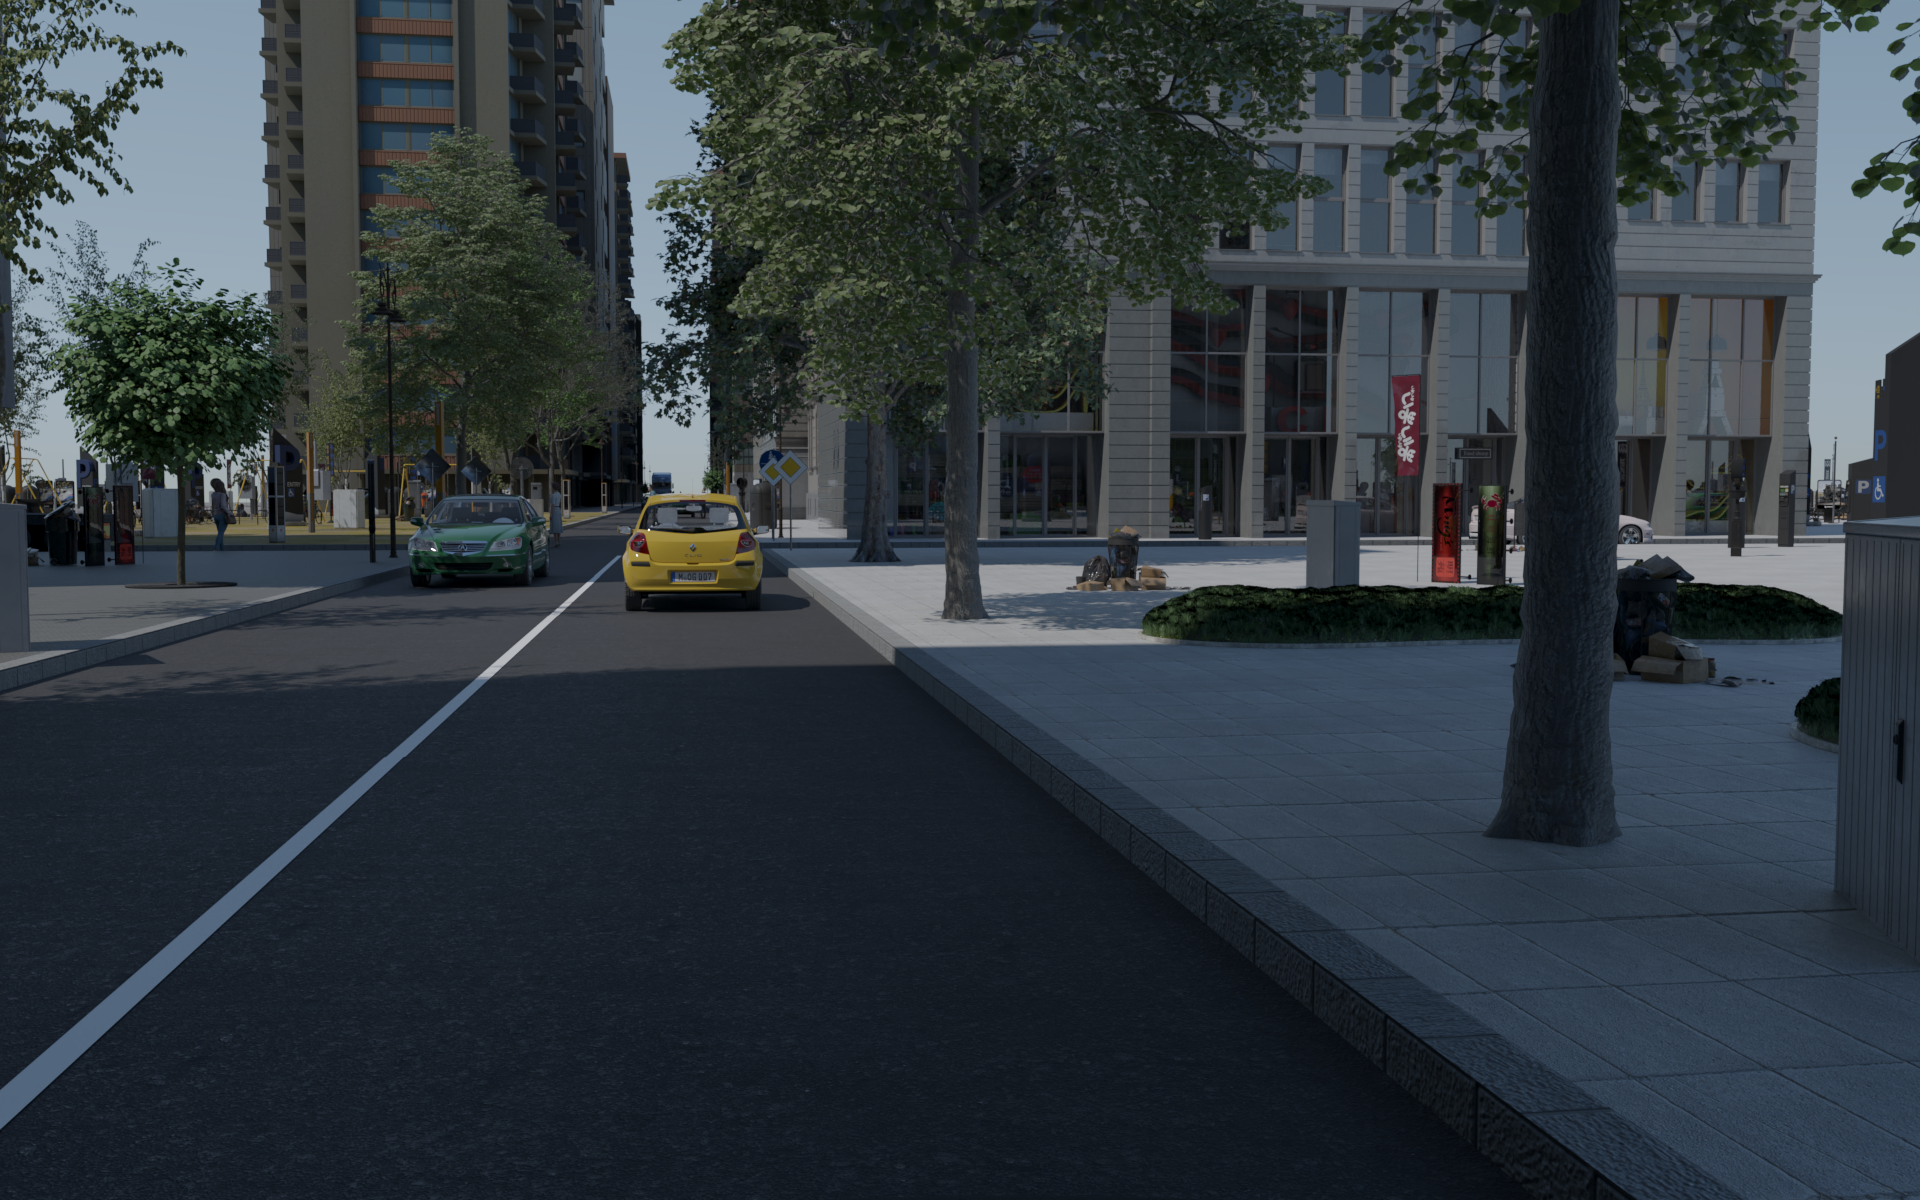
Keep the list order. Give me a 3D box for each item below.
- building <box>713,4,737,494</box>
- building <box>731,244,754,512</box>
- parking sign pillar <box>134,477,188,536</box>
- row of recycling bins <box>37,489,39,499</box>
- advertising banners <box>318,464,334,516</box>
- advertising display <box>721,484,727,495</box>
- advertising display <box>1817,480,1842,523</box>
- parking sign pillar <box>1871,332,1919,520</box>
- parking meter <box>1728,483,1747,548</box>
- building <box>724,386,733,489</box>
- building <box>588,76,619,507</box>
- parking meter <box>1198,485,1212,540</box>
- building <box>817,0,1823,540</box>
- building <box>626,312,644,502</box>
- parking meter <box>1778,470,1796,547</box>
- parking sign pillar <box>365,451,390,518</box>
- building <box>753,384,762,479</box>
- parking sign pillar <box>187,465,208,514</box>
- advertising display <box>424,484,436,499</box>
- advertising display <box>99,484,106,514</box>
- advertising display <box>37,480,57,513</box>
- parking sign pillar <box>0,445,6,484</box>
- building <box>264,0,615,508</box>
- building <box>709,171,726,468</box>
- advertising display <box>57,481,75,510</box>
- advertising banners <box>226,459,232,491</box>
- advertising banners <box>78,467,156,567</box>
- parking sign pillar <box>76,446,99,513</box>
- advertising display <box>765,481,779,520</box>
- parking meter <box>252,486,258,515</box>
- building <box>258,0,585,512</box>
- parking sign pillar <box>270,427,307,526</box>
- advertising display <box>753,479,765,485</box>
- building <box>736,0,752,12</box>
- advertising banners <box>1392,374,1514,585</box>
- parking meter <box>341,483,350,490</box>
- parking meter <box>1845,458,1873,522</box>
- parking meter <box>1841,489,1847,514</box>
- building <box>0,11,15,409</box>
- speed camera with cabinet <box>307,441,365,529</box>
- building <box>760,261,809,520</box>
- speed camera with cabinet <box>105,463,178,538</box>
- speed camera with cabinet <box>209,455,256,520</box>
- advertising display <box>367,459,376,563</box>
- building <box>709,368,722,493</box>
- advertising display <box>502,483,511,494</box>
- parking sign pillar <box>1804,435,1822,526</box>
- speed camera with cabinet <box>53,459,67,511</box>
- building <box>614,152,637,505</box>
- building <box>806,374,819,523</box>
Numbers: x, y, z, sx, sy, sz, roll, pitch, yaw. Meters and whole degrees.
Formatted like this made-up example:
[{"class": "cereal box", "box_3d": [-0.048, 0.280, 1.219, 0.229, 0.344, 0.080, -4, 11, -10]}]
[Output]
[{"class": "building", "box_3d": [-26.300, -49.932, 254.631, 20.563, 71.187, 20.611, -1, 4, -9]}, {"class": "building", "box_3d": [-10.459, -22.063, 132.425, 14.160, 30.474, 14.107, -1, 4, -9]}, {"class": "parking sign pillar", "box_3d": [-24.745, -3.965, 53.299, 1.447, 3.967, 1.447, -2, 4, -28]}, {"class": "row of recycling bins", "box_3d": [-53.524, -5.586, 98.442, 1.069, 1.692, 3.534, 0, 4, 0]}, {"class": "advertising banners", "box_3d": [-36.382, -6.384, 100.560, 0.090, 3.025, 2.074, 2, 4, 33]}, {"class": "advertising display", "box_3d": [-16.160, -6.995, 119.585, 0.123, 1.923, 0.974, -1, 4, -21]}, {"class": "advertising display", "box_3d": [38.821, -4.414, 77.376, 0.974, 1.923, 0.123, 2, 4, 34]}, {"class": "parking sign pillar", "box_3d": [12.673, -2.087, 22.598, 1.447, 3.967, 1.447, 0, 4, 3]}, {"class": "parking meter", "box_3d": [18.466, -2.003, 41.162, 0.372, 1.533, 0.369, 0, 3, 0]}, {"class": "building", "box_3d": [-10.836, -20.729, 183.963, 27.650, 21.520, 28.899, -1, 4, -9]}, {"class": "building", "box_3d": [-43.414, -32.499, 181.477, 14.600, 45.320, 14.200, -1, 4, -9]}, {"class": "parking meter", "box_3d": [6.885, -2.459, 48.609, 0.372, 1.533, 0.369, 0, 3, 0]}, {"class": "building", "box_3d": [10.542, -16.986, 55.206, 29.804, 29.767, 11.434, -1, 4, -9]}, {"class": "building", "box_3d": [-56.149, -30.264, 266.515, 14.160, 30.474, 14.107, -1, 4, -9]}, {"class": "parking meter", "box_3d": [19.998, -2.213, 41.896, 0.399, 1.863, 0.255, -3, 5, -41]}, {"class": "parking sign pillar", "box_3d": [-31.103, -6.337, 92.090, 1.447, 3.967, 1.447, 3, 5, 43]}, {"class": "building", "box_3d": [-8.056, -15.829, 113.561, 10.420, 20.320, 16.860, -1, 4, -9]}, {"class": "parking sign pillar", "box_3d": [-47.162, -7.231, 106.700, 1.447, 3.967, 1.447, 1, 4, 13]}, {"class": "advertising display", "box_3d": [-35.393, -6.747, 115.533, 0.974, 1.923, 0.123, 0, 4, 1]}, {"class": "advertising display", "box_3d": [-55.722, -6.553, 112.352, 0.123, 1.923, 0.974, 1, 4, 9]}, {"class": "advertising display", "box_3d": [-42.700, -4.627, 80.866, 0.123, 1.923, 0.974, 1, 4, 9]}, {"class": "parking sign pillar", "box_3d": [-52.315, -6.445, 93.849, 1.447, 3.967, 1.447, 0, 4, 8]}, {"class": "building", "box_3d": [-46.660, -34.886, 159.629, 28.713, 52.752, 27.495, -1, 4, -9]}, {"class": "building", "box_3d": [-22.071, -35.259, 231.105, 22.147, 44.769, 28.867, -1, 4, -9]}, {"class": "advertising display", "box_3d": [-42.940, -4.767, 83.147, 0.974, 1.923, 0.123, 1, 4, 13]}, {"class": "advertising banners", "box_3d": [-36.633, -5.490, 85.952, 0.090, 3.025, 2.074, 0, 4, 7]}, {"class": "advertising banners", "box_3d": [-15.239, -2.158, 31.471, 0.090, 3.025, 2.074, 1, 4, 14]}, {"class": "parking sign pillar", "box_3d": [-48.886, -6.641, 97.058, 1.447, 3.967, 1.447, 2, 4, 24]}, {"class": "advertising display", "box_3d": [-9.279, -4.896, 85.267, 0.974, 1.923, 0.123, -3, 4, -37]}, {"class": "parking meter", "box_3d": [-43.205, -6.136, 106.034, 0.399, 1.863, 0.255, 0, 4, 3]}, {"class": "building", "box_3d": [-40.159, -29.198, 132.013, 22.147, 44.769, 28.867, -1, 4, -9]}, {"class": "parking sign pillar", "box_3d": [-26.873, -4.933, 69.127, 1.447, 3.967, 1.447, 2, 4, 24]}, {"class": "advertising display", "box_3d": [-8.433, -4.093, 72.129, 0.123, 1.923, 0.974, -1, 4, -23]}, {"class": "building", "box_3d": [-8.962, -30.565, 154.366, 22.147, 44.769, 28.867, -1, 4, -9]}, {"class": "advertising banners", "box_3d": [7.023, -1.754, 24.860, 0.090, 3.025, 2.074, -3, 4, -39]}, {"class": "parking meter", "box_3d": [-31.052, -5.002, 87.487, 0.255, 1.863, 0.399, 3, 5, 44]}, {"class": "parking meter", "box_3d": [14.432, -1.350, 27.792, 0.399, 1.863, 0.255, 1, 4, 15]}, {"class": "parking meter", "box_3d": [47.250, -5.140, 92.442, 0.372, 1.533, 0.369, 0, 3, 0]}, {"class": "building", "box_3d": [-23.853, -20.955, 26.212, 14.086, 41.232, 14.154, -1, 4, -9]}, {"class": "speed camera with cabinet", "box_3d": [-23.254, -4.293, 64.520, 2.038, 3.252, 0.660, 1, 4, 11]}, {"class": "building", "box_3d": [-5.941, -15.037, 95.006, 9.793, 20.994, 18.267, -1, 4, -9]}, {"class": "speed camera with cabinet", "box_3d": [-23.721, -3.429, 50.395, 0.660, 3.252, 2.038, 2, 4, 35]}, {"class": "speed camera with cabinet", "box_3d": [-35.461, -5.506, 84.356, 2.038, 3.252, 0.660, 0, 4, -6]}, {"class": "advertising display", "box_3d": [-11.087, -1.678, 32.648, 0.123, 1.923, 0.974, -1, 4, -19]}, {"class": "building", "box_3d": [-32.350, -30.628, 272.467, 14.160, 30.474, 14.107, -1, 4, -9]}, {"class": "advertising display", "box_3d": [-27.249, -6.074, 104.528, 0.974, 1.923, 0.123, 2, 4, 30]}, {"class": "parking sign pillar", "box_3d": [33.825, -4.955, 69.478, 1.447, 3.967, 1.447, 1, 4, 19]}, {"class": "speed camera with cabinet", "box_3d": [-51.198, -6.364, 98.392, 0.660, 3.252, 2.038, -2, 4, -32]}, {"class": "building", "box_3d": [-52.117, -34.303, 215.480, 22.147, 44.769, 28.867, -1, 4, -9]}, {"class": "building", "box_3d": [0.304, -17.541, 74.189, 14.401, 28.519, 23.554, -1, 4, -9]}]
